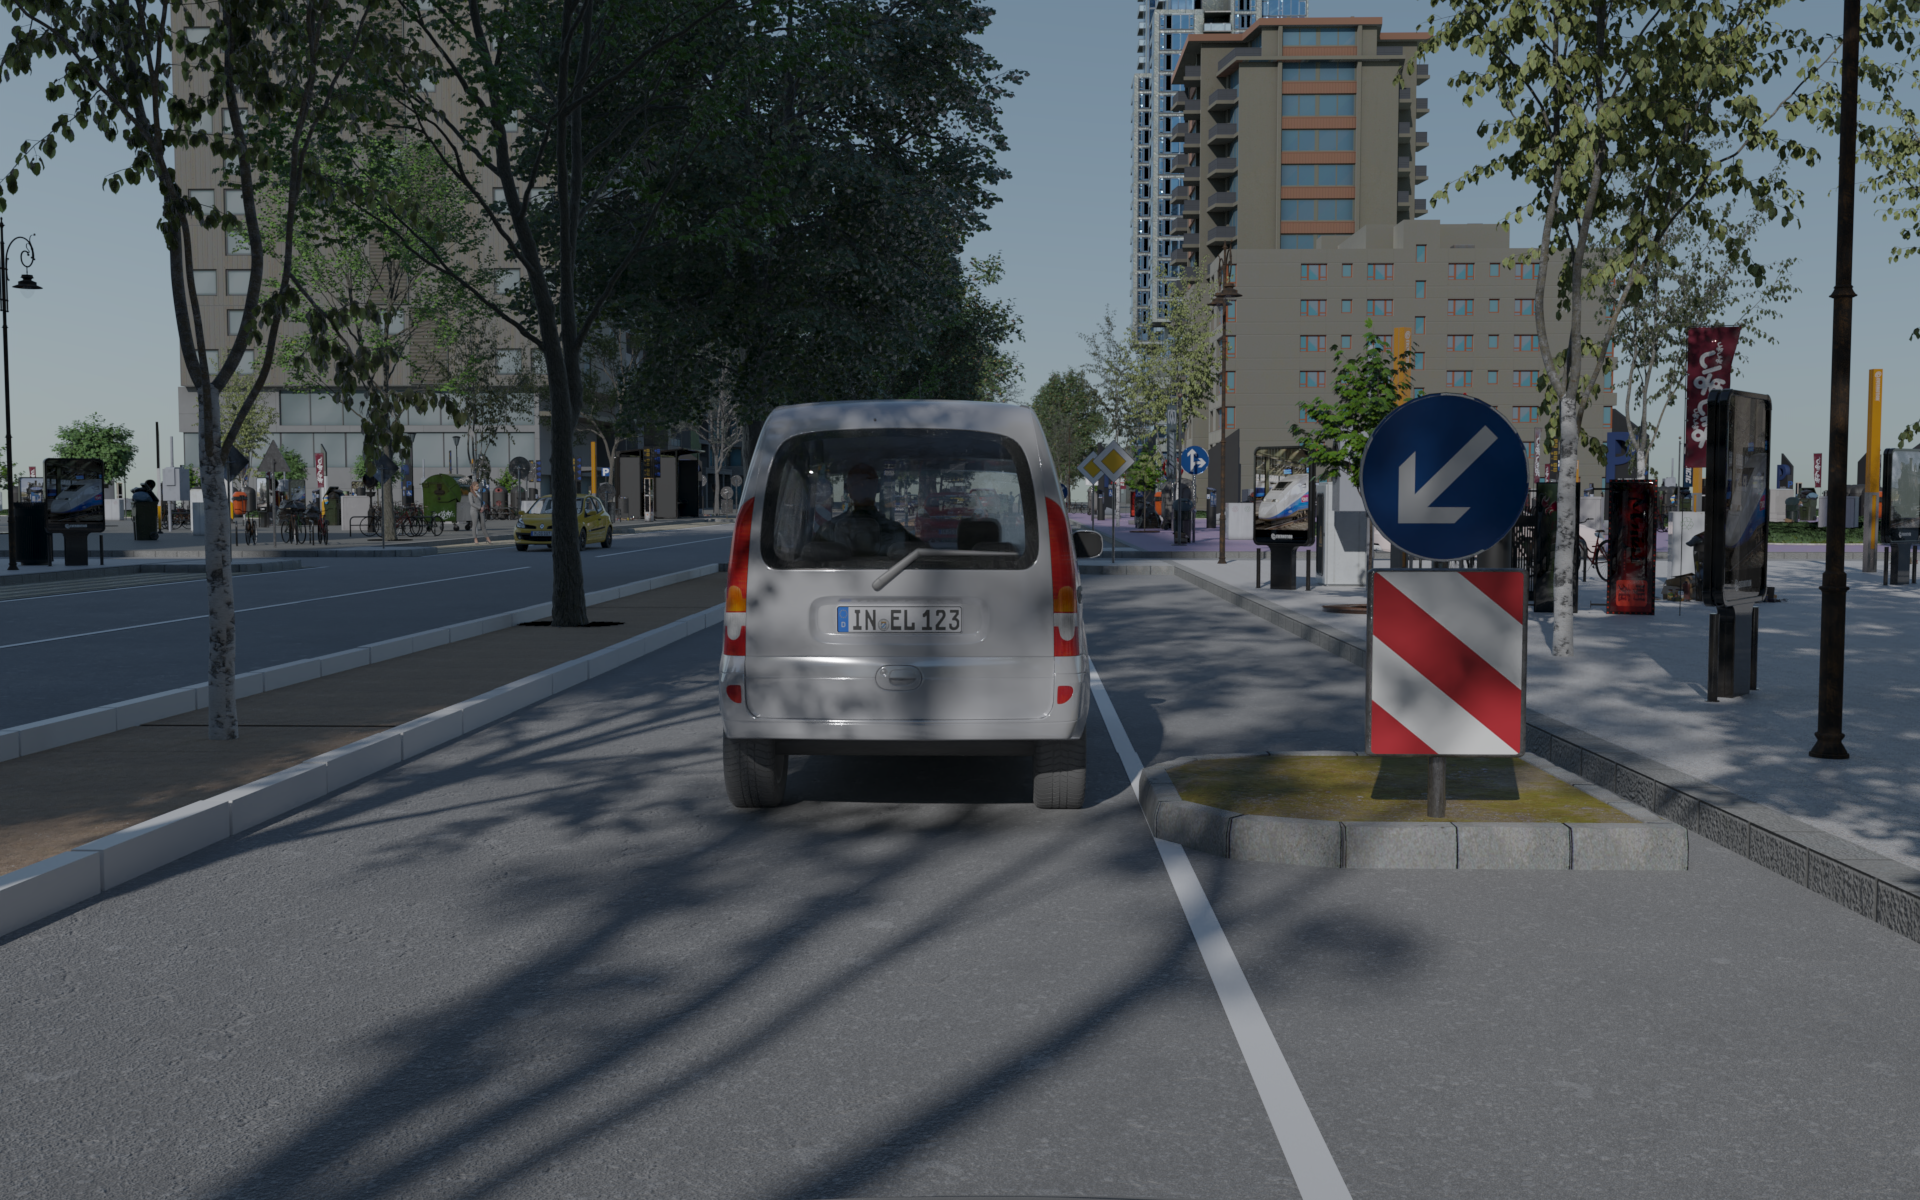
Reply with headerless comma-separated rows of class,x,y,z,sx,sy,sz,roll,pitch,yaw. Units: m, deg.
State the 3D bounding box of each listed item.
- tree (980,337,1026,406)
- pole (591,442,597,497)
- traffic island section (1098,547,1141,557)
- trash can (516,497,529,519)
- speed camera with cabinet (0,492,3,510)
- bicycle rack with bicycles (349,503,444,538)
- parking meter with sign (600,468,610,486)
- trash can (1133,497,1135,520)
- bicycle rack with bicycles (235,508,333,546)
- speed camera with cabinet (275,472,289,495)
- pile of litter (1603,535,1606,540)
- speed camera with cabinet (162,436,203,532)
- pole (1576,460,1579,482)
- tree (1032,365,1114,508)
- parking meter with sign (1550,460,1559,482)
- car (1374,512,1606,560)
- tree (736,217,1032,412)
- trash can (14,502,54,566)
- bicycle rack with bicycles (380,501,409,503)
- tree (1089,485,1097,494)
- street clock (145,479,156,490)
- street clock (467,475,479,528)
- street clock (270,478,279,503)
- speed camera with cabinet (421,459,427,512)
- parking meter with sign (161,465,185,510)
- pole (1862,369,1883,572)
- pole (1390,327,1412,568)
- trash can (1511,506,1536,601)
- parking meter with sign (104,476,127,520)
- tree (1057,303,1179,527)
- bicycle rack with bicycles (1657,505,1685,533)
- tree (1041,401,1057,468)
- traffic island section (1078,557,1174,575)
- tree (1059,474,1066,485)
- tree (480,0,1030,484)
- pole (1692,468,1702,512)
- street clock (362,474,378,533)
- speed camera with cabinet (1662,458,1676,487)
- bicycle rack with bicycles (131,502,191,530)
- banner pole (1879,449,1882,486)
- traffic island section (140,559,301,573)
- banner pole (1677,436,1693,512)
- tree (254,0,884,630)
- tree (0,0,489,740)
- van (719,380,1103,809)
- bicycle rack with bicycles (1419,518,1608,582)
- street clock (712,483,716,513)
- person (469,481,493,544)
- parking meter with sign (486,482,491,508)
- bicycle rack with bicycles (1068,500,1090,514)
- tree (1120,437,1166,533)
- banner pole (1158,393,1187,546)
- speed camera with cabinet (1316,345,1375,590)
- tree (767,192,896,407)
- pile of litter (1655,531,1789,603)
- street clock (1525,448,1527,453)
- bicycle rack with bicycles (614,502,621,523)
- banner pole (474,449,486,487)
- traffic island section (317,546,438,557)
tree,-1.730,-10.949,91.837,12.009,13.543,11.850,0,3,0
pole,-14.312,-4.522,67.779,0.158,3.312,0.155,0,3,0
traffic island section,3.109,-1.098,40.230,2.009,0.180,2.903,0,4,2
trash can,-18.281,-3.741,72.822,0.748,1.137,0.748,0,3,0
speed camera with cabinet,-64.702,-7.368,114.799,0.660,3.252,2.038,3,5,40
bicycle rack with bicycles,-16.875,-2.372,52.156,2.852,0.926,2.925,3,5,42
parking meter with sign,-23.504,-7.217,114.252,0.543,3.016,1.738,0,4,-1
trash can,8.395,-4.204,80.385,0.748,1.137,0.748,0,3,0
bicycle rack with bicycles,-17.252,-1.868,43.918,2.852,0.926,2.925,-1,4,-22
speed camera with cabinet,-42.193,-7.011,108.972,0.660,3.252,2.038,1,4,16
pile of litter,17.315,-2.080,47.974,1.719,0.858,1.176,-1,4,-15
speed camera with cabinet,-26.268,-3.978,59.379,2.038,3.252,0.660,1,4,13
pole,37.236,-6.774,104.604,0.158,3.312,0.155,0,3,0
tree,9.628,-14.489,153.899,9.611,12.733,9.660,0,3,0
parking meter with sign,30.480,-5.654,88.701,0.543,3.016,1.738,1,4,13
car,10.771,-1.422,35.615,4.827,1.381,2.083,0,4,2
tree,-2.544,-8.533,58.982,9.611,12.733,9.660,0,3,0
trash can,-16.718,-1.199,31.265,0.748,1.137,0.748,0,3,0
bicycle rack with bicycles,-21.509,-3.295,67.253,2.852,0.926,2.925,-1,4,-13
tree,7.557,-6.063,93.726,1.663,3.219,1.824,0,3,0
street clock,-39.858,-4.936,85.278,0.471,2.002,0.358,-3,5,-42
street clock,-18.503,-3.742,65.748,0.471,2.002,0.358,-2,4,-28
street clock,-31.656,-4.604,79.849,0.471,2.002,0.358,0,4,-6
speed camera with cabinet,-29.984,-6.323,97.721,0.660,3.252,2.038,-1,4,-22
parking meter with sign,-47.149,-6.542,103.218,1.738,3.016,0.543,0,4,-3
pole,14.918,-2.108,28.309,0.158,3.312,0.155,0,3,0
pole,5.422,-1.680,21.308,0.158,3.312,0.155,0,3,0
trash can,6.797,-0.572,21.004,0.748,1.137,0.748,0,3,0
parking meter with sign,-42.393,-5.491,86.043,1.738,3.016,0.543,-2,4,-29
tree,6.427,-7.174,67.653,4.360,8.622,3.978,0,3,0
bicycle rack with bicycles,23.391,-2.764,58.577,2.925,0.926,2.852,0,4,-8
tree,7.828,-11.175,133.080,4.360,8.622,3.978,0,3,0
traffic island section,2.871,-0.610,32.248,2.009,0.180,2.903,0,4,2
tree,12.330,-20.283,238.286,9.857,13.997,8.962,0,3,0
tree,-3.315,-7.295,28.389,9.857,13.997,8.962,0,3,0
pole,17.990,-2.960,42.245,0.158,3.312,0.155,0,3,0
street clock,-19.627,-3.250,57.700,0.471,2.002,0.358,1,4,12
speed camera with cabinet,38.991,-6.202,95.735,0.660,3.252,2.038,1,4,9
bicycle rack with bicycles,-28.247,-3.012,62.622,2.925,0.926,2.852,-3,5,-42
banner pole,50.940,-6.480,95.961,0.401,3.779,0.863,1,4,19
traffic island section,-13.813,-0.640,32.747,2.009,0.180,2.903,0,4,2
banner pole,31.399,-5.201,75.050,0.863,3.779,0.401,3,4,36
tree,-4.330,-5.523,18.512,9.928,11.665,9.643,0,3,0
tree,-4.282,-3.472,9.591,4.360,8.622,3.978,0,3,0
van,-0.209,-0.138,9.269,2.013,2.044,4.112,0,4,1
bicycle rack with bicycles,8.228,-0.784,26.193,2.852,0.926,2.925,0,4,-8
street clock,-16.426,-6.823,116.123,0.358,2.002,0.471,-3,5,-43
person,-13.618,-2.472,49.192,0.573,1.790,0.520,1,4,10
parking meter with sign,-29.295,-6.758,106.753,0.543,3.016,1.738,-2,4,-30
bicycle rack with bicycles,8.290,-6.027,111.925,2.852,0.926,2.925,3,4,38
tree,6.158,-3.875,57.961,1.663,3.219,1.824,0,3,0
banner pole,5.318,-3.232,42.861,0.401,3.779,0.863,3,4,39
speed camera with cabinet,5.329,-1.803,23.820,0.660,3.252,2.038,0,4,4
tree,-3.405,-5.446,41.855,4.737,8.622,4.395,0,3,0
pile of litter,9.035,-0.426,20.930,1.719,0.858,1.176,3,4,38
street clock,6.836,-1.052,21.767,0.471,2.002,0.358,0,4,-3
bicycle rack with bicycles,-16.382,-3.923,77.528,2.852,0.926,2.925,0,4,-1
banner pole,-26.513,-6.459,95.623,0.863,3.779,0.401,1,4,18
traffic island section,-13.575,-1.128,40.728,2.009,0.180,2.903,0,4,2
